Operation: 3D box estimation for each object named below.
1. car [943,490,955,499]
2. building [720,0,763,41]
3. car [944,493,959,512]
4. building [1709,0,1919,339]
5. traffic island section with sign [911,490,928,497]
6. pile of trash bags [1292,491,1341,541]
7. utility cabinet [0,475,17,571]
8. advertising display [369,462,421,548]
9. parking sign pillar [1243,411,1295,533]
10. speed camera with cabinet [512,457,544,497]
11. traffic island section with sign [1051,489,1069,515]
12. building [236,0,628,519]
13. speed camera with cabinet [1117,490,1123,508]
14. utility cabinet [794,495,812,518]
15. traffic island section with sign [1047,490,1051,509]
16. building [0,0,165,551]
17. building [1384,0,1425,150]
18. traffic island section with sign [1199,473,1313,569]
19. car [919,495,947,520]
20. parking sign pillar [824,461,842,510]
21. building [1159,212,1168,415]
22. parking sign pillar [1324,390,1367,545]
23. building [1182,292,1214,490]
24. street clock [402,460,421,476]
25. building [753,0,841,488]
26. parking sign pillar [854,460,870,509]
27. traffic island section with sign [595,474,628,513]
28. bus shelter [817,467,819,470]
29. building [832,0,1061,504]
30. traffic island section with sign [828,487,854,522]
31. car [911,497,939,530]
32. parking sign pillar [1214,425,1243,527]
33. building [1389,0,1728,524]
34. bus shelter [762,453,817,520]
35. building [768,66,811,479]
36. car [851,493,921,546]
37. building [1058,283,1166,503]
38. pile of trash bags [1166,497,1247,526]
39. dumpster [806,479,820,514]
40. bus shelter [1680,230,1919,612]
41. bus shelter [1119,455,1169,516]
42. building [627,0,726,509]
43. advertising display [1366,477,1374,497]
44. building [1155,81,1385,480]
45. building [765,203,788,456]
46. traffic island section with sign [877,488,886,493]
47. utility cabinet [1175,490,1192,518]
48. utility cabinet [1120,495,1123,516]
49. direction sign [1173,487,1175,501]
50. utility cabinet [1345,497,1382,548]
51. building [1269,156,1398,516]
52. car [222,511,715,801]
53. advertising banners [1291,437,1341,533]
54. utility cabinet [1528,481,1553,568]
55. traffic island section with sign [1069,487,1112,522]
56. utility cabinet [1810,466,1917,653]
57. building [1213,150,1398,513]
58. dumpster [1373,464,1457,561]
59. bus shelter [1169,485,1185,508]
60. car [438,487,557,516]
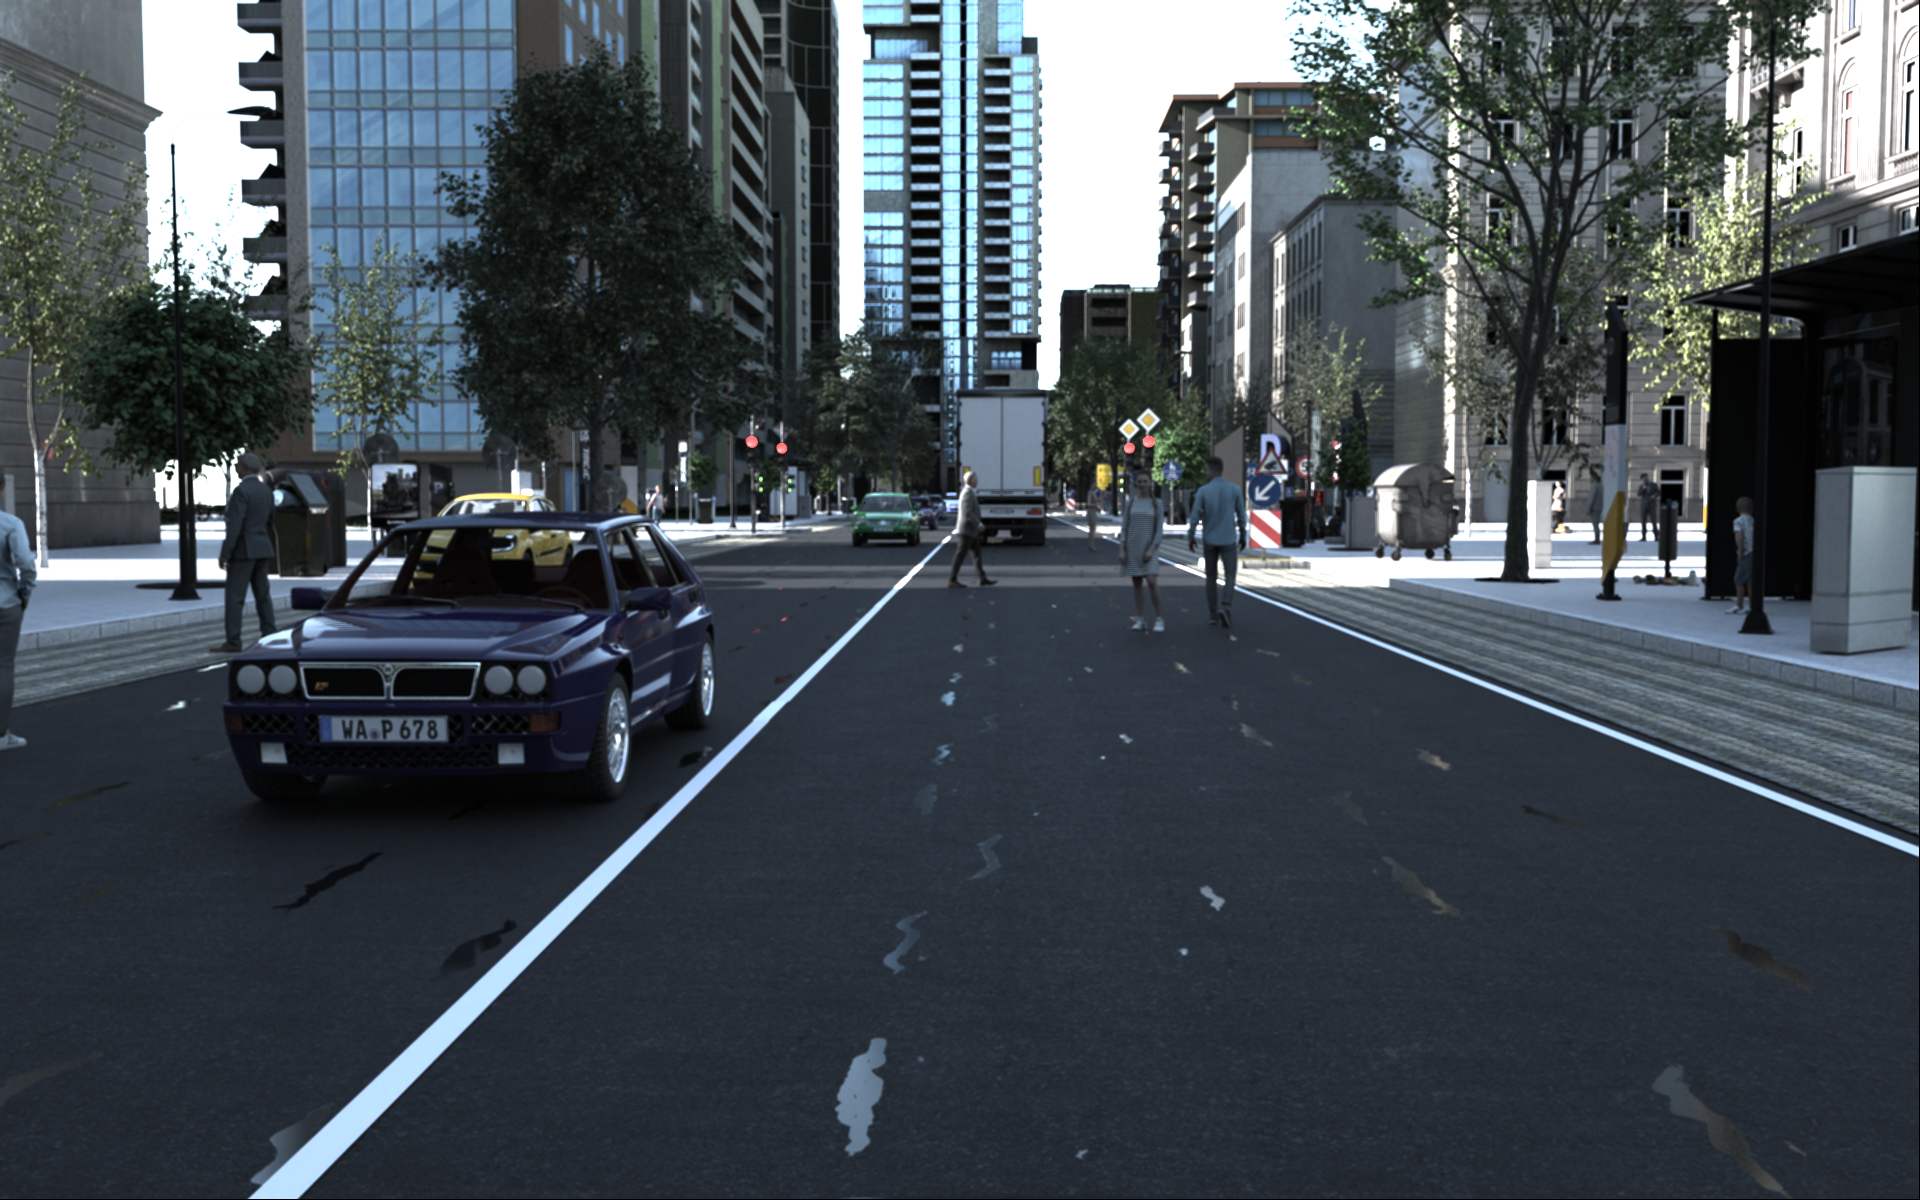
[{"bbox_3d":[-0.482,-8.354,145.387,1.959,1.807,4.718,0,4,1],"label":"car"},{"bbox_3d":[-29.066,-32.277,151.428,21.300,48.544,21.600,0,4,1],"label":"building"},{"bbox_3d":[-0.415,-7.061,125.031,1.945,1.707,3.694,0,4,0],"label":"car"},{"bbox_3d":[25.329,-11.686,32.869,13.314,21.916,24.055,0,4,1],"label":"building"},{"bbox_3d":[-4.355,-9.660,166.564,1.989,1.847,2.006,0,4,1],"label":"traffic island section with sign"},{"bbox_3d":[10.119,-2.372,48.537,1.912,1.369,3.447,2,4,30],"label":"pile of trash bags"},{"bbox_3d":[-11.453,-0.677,19.749,1.173,1.500,0.318,-1,4,-9],"label":"utility cabinet"},{"bbox_3d":[-11.443,-1.829,35.115,0.974,1.923,0.123,0,4,-7],"label":"advertising display"},{"bbox_3d":[10.233,-4.120,55.835,1.447,3.967,1.447,-2,4,-26],"label":"parking sign pillar"},{"bbox_3d":[-16.742,-4.457,67.214,0.660,3.252,2.038,-3,4,-36],"label":"speed camera with cabinet"},{"bbox_3d":[7.317,-6.621,116.878,1.989,1.847,2.006,0,4,1],"label":"traffic island section with sign"},{"bbox_3d":[-23.987,-26.387,81.541,14.600,45.320,14.200,0,4,1],"label":"building"},{"bbox_3d":[12.205,-8.687,136.374,0.660,3.252,2.038,-2,4,-25],"label":"speed camera with cabinet"},{"bbox_3d":[-8.341,-4.899,91.265,1.020,1.237,0.306,1,4,18],"label":"utility cabinet"},{"bbox_3d":[8.272,-9.707,167.343,1.989,1.847,2.006,0,4,1],"label":"traffic island section with sign"},{"bbox_3d":[-33.060,-14.782,38.949,25.104,27.353,12.463,0,4,1],"label":"building"},{"bbox_3d":[57.830,-46.143,192.681,20.611,71.187,20.563,0,4,1],"label":"building"},{"bbox_3d":[5.717,-1.539,33.786,1.989,1.847,2.006,0,4,1],"label":"traffic island section with sign"},{"bbox_3d":[-1.676,-5.190,96.859,2.014,1.417,4.499,0,4,3],"label":"car"},{"bbox_3d":[-10.191,-9.203,138.940,1.447,3.967,1.447,3,5,41],"label":"parking sign pillar"},{"bbox_3d":[35.141,-34.072,240.669,14.086,41.232,14.154,0,4,1],"label":"building"},{"bbox_3d":[10.094,-3.420,44.388,1.447,3.967,1.447,0,4,3],"label":"parking sign pillar"},{"bbox_3d":[35.703,-19.173,158.514,27.650,21.520,28.899,0,4,1],"label":"building"},{"bbox_3d":[-11.686,-1.975,36.860,0.471,2.002,0.358,3,5,40],"label":"street clock"},{"bbox_3d":[-27.975,-49.288,244.110,20.611,71.187,20.563,0,4,1],"label":"building"},{"bbox_3d":[-7.728,-9.045,136.364,1.447,3.967,1.447,2,4,33],"label":"parking sign pillar"},{"bbox_3d":[-6.900,-1.551,33.981,1.989,1.847,2.006,0,4,1],"label":"traffic island section with sign"},{"bbox_3d":[-9.571,-6.624,102.224,2.014,3.302,5.546,0,4,1],"label":"bus shelter"},{"bbox_3d":[-1.565,-56.910,243.141,31.000,86.520,22.319,0,4,1],"label":"building"},{"bbox_3d":[-5.817,-5.013,90.592,1.989,1.847,2.006,0,4,1],"label":"traffic island section with sign"},{"bbox_3d":[-1.803,-3.493,69.687,1.945,1.354,3.894,0,4,1],"label":"car"},{"bbox_3d":[10.565,-4.862,67.969,1.447,3.967,1.447,2,4,31],"label":"parking sign pillar"},{"bbox_3d":[33.631,-17.293,80.000,25.104,27.353,12.463,0,4,1],"label":"building"},{"bbox_3d":[-8.587,-5.671,86.651,2.014,3.302,5.546,0,4,1],"label":"bus shelter"},{"bbox_3d":[-28.379,-34.897,194.272,21.600,48.544,21.300,0,4,1],"label":"building"},{"bbox_3d":[-2.062,-2.457,48.967,1.959,1.807,4.718,0,4,0],"label":"car"},{"bbox_3d":[20.917,-28.695,240.869,14.107,30.474,14.160,0,4,1],"label":"building"},{"bbox_3d":[10.088,-3.756,71.156,3.447,1.369,1.912,1,4,21],"label":"pile of trash bags"},{"bbox_3d":[-9.755,-6.587,110.199,1.502,2.255,1.985,0,4,1],"label":"dumpster"},{"bbox_3d":[9.440,-1.623,17.824,1.731,3.624,6.357,0,4,1],"label":"bus shelter"},{"bbox_3d":[9.612,-5.969,91.516,2.014,3.302,5.546,0,4,1],"label":"bus shelter"},{"bbox_3d":[-26.105,-27.456,132.497,14.154,41.232,14.086,0,4,1],"label":"building"},{"bbox_3d":[15.687,-3.751,66.537,0.123,1.923,0.974,2,4,33],"label":"advertising display"},{"bbox_3d":[32.836,-32.618,187.934,22.147,44.769,28.867,0,4,1],"label":"building"},{"bbox_3d":[-24.719,-24.347,169.781,14.160,30.474,14.107,0,4,1],"label":"building"},{"bbox_3d":[-5.292,-6.680,117.840,1.989,1.847,2.006,0,4,1],"label":"traffic island section with sign"},{"bbox_3d":[11.714,-5.006,90.527,1.173,1.500,0.318,3,5,42],"label":"utility cabinet"},{"bbox_3d":[9.878,-5.489,100.909,1.020,1.237,0.306,1,4,14],"label":"utility cabinet"},{"bbox_3d":[9.921,-5.402,80.327,0.379,3.537,0.876,0,4,2],"label":"direction sign"},{"bbox_3d":[9.716,-1.866,41.666,1.020,1.237,0.306,-2,4,-35],"label":"utility cabinet"},{"bbox_3d":[25.810,-15.920,109.449,9.793,20.994,18.267,0,4,1],"label":"building"},{"bbox_3d":[-2.419,0.199,9.321,1.945,1.354,3.894,0,4,1],"label":"car"},{"bbox_3d":[11.114,-3.518,53.711,0.090,3.025,2.074,-3,5,-40],"label":"advertising banners"},{"bbox_3d":[9.995,-1.308,30.069,0.318,1.500,1.173,0,4,5],"label":"utility cabinet"},{"bbox_3d":[6.772,-4.926,89.172,1.989,1.847,2.006,0,4,1],"label":"traffic island section with sign"},{"bbox_3d":[7.382,-0.335,14.162,1.173,1.500,0.318,-3,5,-39],"label":"utility cabinet"},{"bbox_3d":[26.197,-19.042,129.362,12.078,24.808,19.932,0,4,1],"label":"building"},{"bbox_3d":[8.840,-1.707,33.665,1.264,1.857,1.865,0,4,1],"label":"dumpster"},{"bbox_3d":[11.593,-6.320,97.263,2.014,3.302,5.546,0,4,1],"label":"bus shelter"},{"bbox_3d":[-7.249,-1.023,26.947,2.015,1.641,3.980,0,4,1],"label":"car"}]
